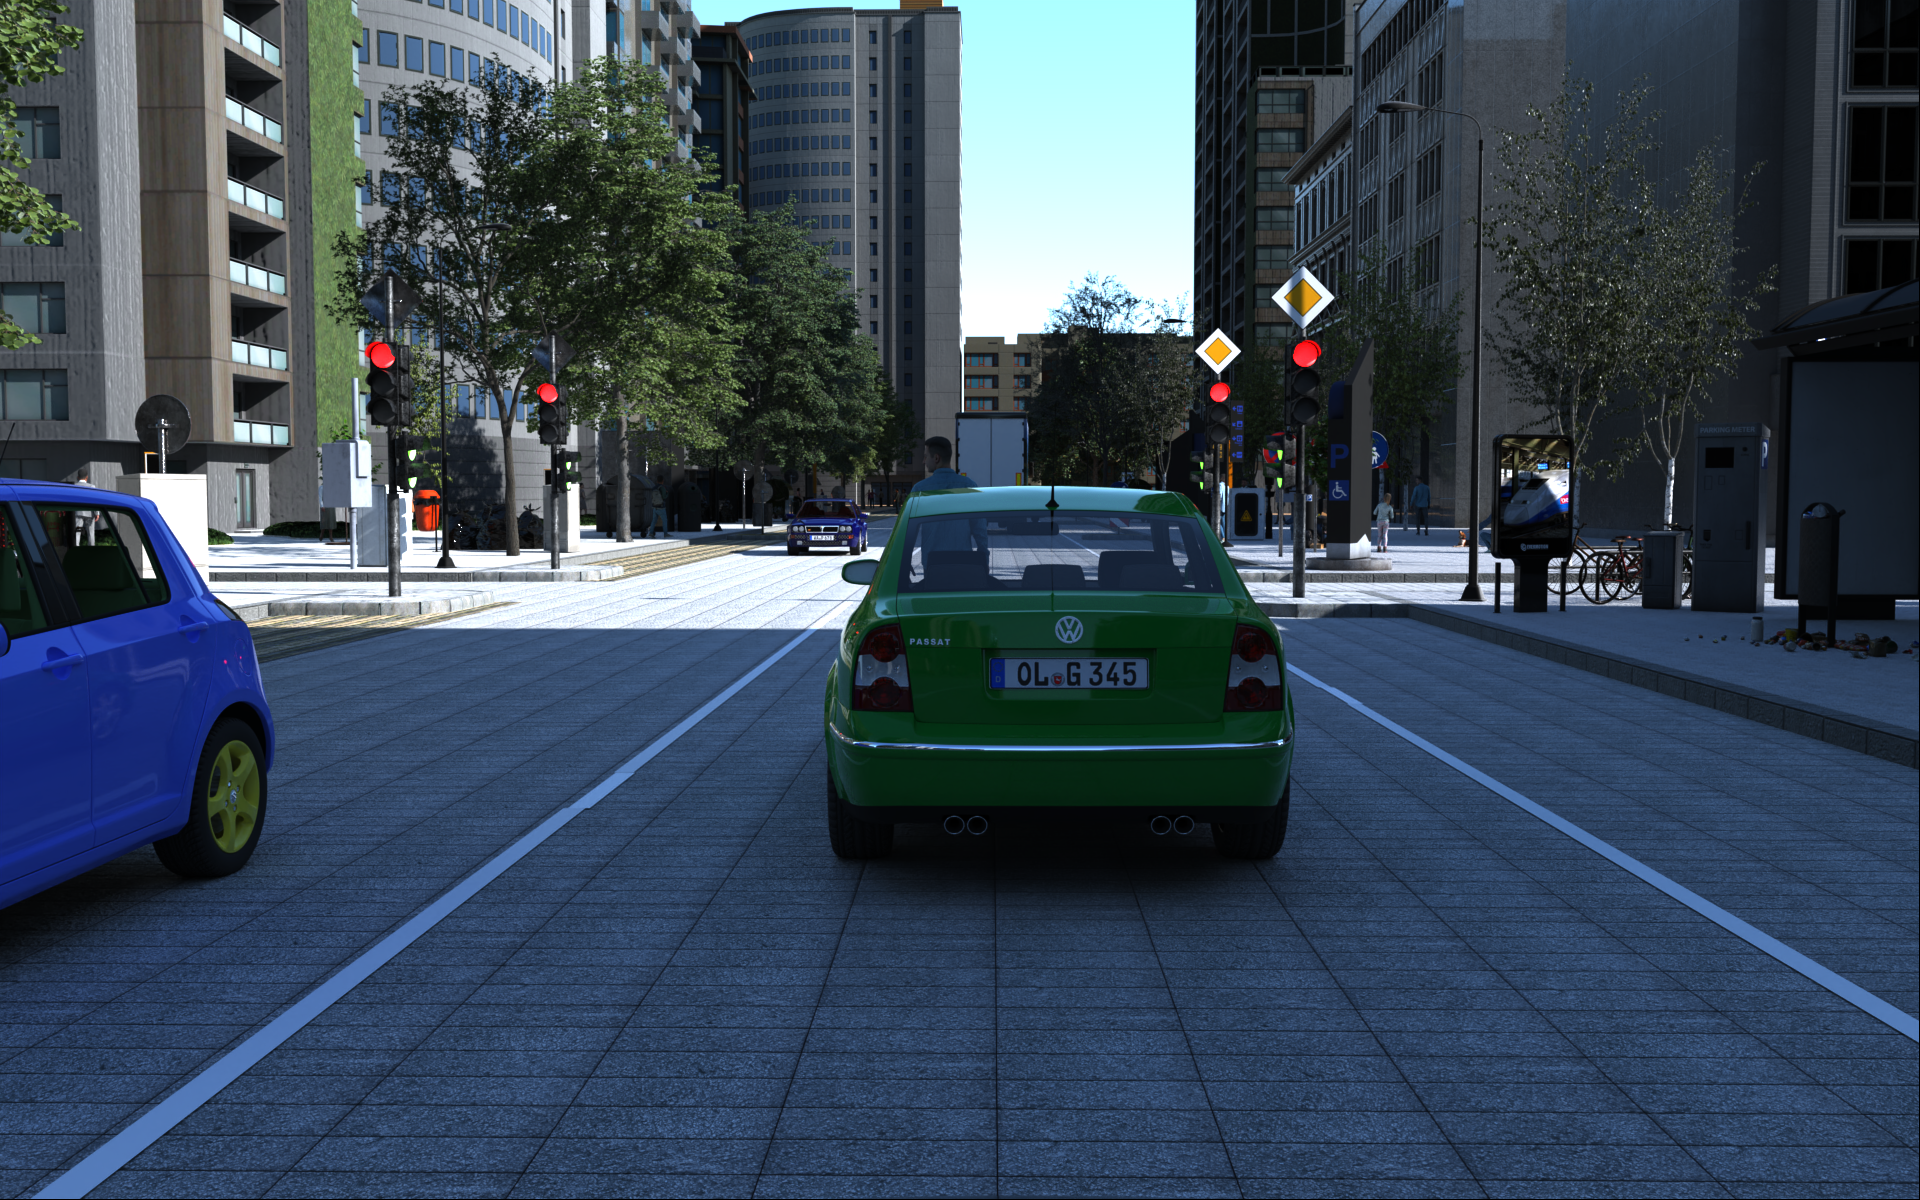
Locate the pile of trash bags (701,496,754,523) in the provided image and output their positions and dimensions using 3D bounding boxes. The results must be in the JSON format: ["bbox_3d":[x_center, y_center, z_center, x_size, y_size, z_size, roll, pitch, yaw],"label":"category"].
[{"bbox_3d":[-10.404,-4.155,77.682,3.447,1.369,1.912,0,4,2],"label":"pile of trash bags"}]

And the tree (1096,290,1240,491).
[{"bbox_3d":[7.320,-6.890,63.021,4.360,8.622,3.978,0,3,0],"label":"tree"}]

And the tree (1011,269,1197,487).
[{"bbox_3d":[7.914,-11.267,94.585,12.009,13.543,11.850,0,3,0],"label":"tree"}]

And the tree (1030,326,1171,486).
[{"bbox_3d":[9.351,-12.314,118.343,9.611,12.733,9.660,0,3,0],"label":"tree"}]

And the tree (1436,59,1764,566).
[{"bbox_3d":[10.957,-4.889,30.303,4.360,8.622,3.978,0,3,0],"label":"tree"}]

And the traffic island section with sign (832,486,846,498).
[{"bbox_3d":[-5.682,-4.464,81.614,1.989,1.847,2.006,0,4,1],"label":"traffic island section with sign"}]

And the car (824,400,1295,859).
[{"bbox_3d":[0.376,0.038,8.170,1.959,1.807,4.718,0,3,0],"label":"car"}]

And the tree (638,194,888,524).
[{"bbox_3d":[-8.603,-10.176,73.041,9.857,13.997,8.962,0,3,0],"label":"tree"}]

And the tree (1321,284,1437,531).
[{"bbox_3d":[15.255,-6.702,59.943,4.360,8.622,3.978,0,3,0],"label":"tree"}]

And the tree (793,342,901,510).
[{"bbox_3d":[-8.335,-12.460,121.842,7.486,12.596,7.792,0,3,0],"label":"tree"}]

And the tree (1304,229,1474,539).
[{"bbox_3d":[12.224,-6.037,49.071,4.737,8.622,4.395,0,3,0],"label":"tree"}]

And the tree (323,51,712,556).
[{"bbox_3d":[-9.261,-6.212,35.975,8.767,10.594,7.601,0,4,-2],"label":"tree"}]

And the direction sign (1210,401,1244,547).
[{"bbox_3d":[6.459,-3.056,41.967,0.876,3.537,0.379,-1,4,-17],"label":"direction sign"}]

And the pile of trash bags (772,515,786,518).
[{"bbox_3d":[-10.069,-5.053,92.371,1.912,1.369,3.447,0,4,-7],"label":"pile of trash bags"}]

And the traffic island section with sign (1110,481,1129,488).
[{"bbox_3d":[4.853,-2.812,54.606,1.989,1.847,2.006,0,4,1],"label":"traffic island section with sign"}]

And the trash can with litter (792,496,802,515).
[{"bbox_3d":[-8.912,-5.136,95.356,0.624,1.170,1.055,1,4,22],"label":"trash can with litter"}]

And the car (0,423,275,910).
[{"bbox_3d":[-3.602,0.265,5.257,1.945,1.707,3.694,0,4,2],"label":"car"}]

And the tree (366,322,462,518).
[{"bbox_3d":[-21.734,-7.219,68.389,4.737,8.622,4.395,0,3,0],"label":"tree"}]

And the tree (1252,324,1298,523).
[{"bbox_3d":[14.531,-7.344,70.442,4.737,8.622,4.395,0,3,0],"label":"tree"}]

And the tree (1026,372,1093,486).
[{"bbox_3d":[10.373,-16.330,173.647,9.857,13.997,8.962,0,3,0],"label":"tree"}]

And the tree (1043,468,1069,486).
[{"bbox_3d":[10.175,-12.133,182.085,4.285,4.588,4.351,0,3,0],"label":"tree"}]

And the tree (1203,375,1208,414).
[{"bbox_3d":[13.884,-8.126,83.224,4.737,8.622,4.395,0,3,0],"label":"tree"}]

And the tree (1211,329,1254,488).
[{"bbox_3d":[13.677,-7.709,76.407,4.737,8.622,4.395,0,3,0],"label":"tree"}]

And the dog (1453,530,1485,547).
[{"bbox_3d":[12.314,-1.476,41.876,0.748,0.427,0.550,1,4,21],"label":"dog"}]

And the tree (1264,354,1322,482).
[{"bbox_3d":[14.566,-7.033,65.345,4.360,8.622,3.978,0,3,0],"label":"tree"}]

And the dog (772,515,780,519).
[{"bbox_3d":[-9.383,-4.560,88.941,0.513,0.831,0.800,-1,4,-13],"label":"dog"}]

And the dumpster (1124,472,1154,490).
[{"bbox_3d":[7.890,-4.611,77.876,1.502,2.255,1.985,0,4,1],"label":"dumpster"}]

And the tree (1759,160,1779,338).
[{"bbox_3d":[15.051,-5.274,36.594,4.360,8.622,3.978,0,3,0],"label":"tree"}]

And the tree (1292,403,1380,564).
[{"bbox_3d":[6.960,-2.282,31.920,1.663,3.219,1.824,0,3,0],"label":"tree"}]

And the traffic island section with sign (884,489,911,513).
[{"bbox_3d":[-4.737,-7.548,132.040,1.989,1.847,2.006,0,4,1],"label":"traffic island section with sign"}]

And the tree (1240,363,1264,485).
[{"bbox_3d":[15.809,-8.823,94.622,4.360,8.622,3.978,0,3,0],"label":"tree"}]

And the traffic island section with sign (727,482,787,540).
[{"bbox_3d":[-6.183,-2.794,54.313,1.989,1.847,2.006,0,4,1],"label":"traffic island section with sign"}]

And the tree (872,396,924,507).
[{"bbox_3d":[-7.422,-15.241,174.940,9.928,11.665,9.643,0,3,0],"label":"tree"}]

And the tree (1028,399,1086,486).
[{"bbox_3d":[9.265,-12.888,145.132,8.767,10.594,7.601,-1,4,-21],"label":"tree"}]

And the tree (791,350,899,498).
[{"bbox_3d":[-7.724,-10.871,112.147,8.767,10.594,7.601,1,4,22],"label":"tree"}]

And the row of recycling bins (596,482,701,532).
[{"bbox_3d":[-10.595,-3.168,58.915,3.534,1.692,1.069,-1,4,-8],"label":"row of recycling bins"}]

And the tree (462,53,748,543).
[{"bbox_3d":[-9.327,-7.792,45.534,7.486,12.596,7.792,0,3,0],"label":"tree"}]

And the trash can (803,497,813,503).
[{"bbox_3d":[-8.021,-4.916,92.036,0.748,1.137,0.748,0,3,0],"label":"trash can"}]

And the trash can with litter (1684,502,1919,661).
[{"bbox_3d":[7.167,-0.197,14.284,1.678,1.210,2.233,0,4,0],"label":"trash can with litter"}]

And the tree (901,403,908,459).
[{"bbox_3d":[-7.669,-13.722,142.473,7.486,12.596,7.792,0,3,0],"label":"tree"}]

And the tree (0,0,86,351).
[{"bbox_3d":[-9.548,-5.750,12.143,7.486,12.596,7.792,0,3,0],"label":"tree"}]

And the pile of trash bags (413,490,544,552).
[{"bbox_3d":[-11.137,-1.832,39.713,1.912,1.369,3.447,2,4,29],"label":"pile of trash bags"}]

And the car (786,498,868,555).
[{"bbox_3d":[-3.170,-1.782,41.723,1.945,1.354,3.894,0,4,0],"label":"car"}]

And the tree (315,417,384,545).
[{"bbox_3d":[-15.456,-3.017,43.935,1.663,3.219,1.824,0,3,0],"label":"tree"}]
